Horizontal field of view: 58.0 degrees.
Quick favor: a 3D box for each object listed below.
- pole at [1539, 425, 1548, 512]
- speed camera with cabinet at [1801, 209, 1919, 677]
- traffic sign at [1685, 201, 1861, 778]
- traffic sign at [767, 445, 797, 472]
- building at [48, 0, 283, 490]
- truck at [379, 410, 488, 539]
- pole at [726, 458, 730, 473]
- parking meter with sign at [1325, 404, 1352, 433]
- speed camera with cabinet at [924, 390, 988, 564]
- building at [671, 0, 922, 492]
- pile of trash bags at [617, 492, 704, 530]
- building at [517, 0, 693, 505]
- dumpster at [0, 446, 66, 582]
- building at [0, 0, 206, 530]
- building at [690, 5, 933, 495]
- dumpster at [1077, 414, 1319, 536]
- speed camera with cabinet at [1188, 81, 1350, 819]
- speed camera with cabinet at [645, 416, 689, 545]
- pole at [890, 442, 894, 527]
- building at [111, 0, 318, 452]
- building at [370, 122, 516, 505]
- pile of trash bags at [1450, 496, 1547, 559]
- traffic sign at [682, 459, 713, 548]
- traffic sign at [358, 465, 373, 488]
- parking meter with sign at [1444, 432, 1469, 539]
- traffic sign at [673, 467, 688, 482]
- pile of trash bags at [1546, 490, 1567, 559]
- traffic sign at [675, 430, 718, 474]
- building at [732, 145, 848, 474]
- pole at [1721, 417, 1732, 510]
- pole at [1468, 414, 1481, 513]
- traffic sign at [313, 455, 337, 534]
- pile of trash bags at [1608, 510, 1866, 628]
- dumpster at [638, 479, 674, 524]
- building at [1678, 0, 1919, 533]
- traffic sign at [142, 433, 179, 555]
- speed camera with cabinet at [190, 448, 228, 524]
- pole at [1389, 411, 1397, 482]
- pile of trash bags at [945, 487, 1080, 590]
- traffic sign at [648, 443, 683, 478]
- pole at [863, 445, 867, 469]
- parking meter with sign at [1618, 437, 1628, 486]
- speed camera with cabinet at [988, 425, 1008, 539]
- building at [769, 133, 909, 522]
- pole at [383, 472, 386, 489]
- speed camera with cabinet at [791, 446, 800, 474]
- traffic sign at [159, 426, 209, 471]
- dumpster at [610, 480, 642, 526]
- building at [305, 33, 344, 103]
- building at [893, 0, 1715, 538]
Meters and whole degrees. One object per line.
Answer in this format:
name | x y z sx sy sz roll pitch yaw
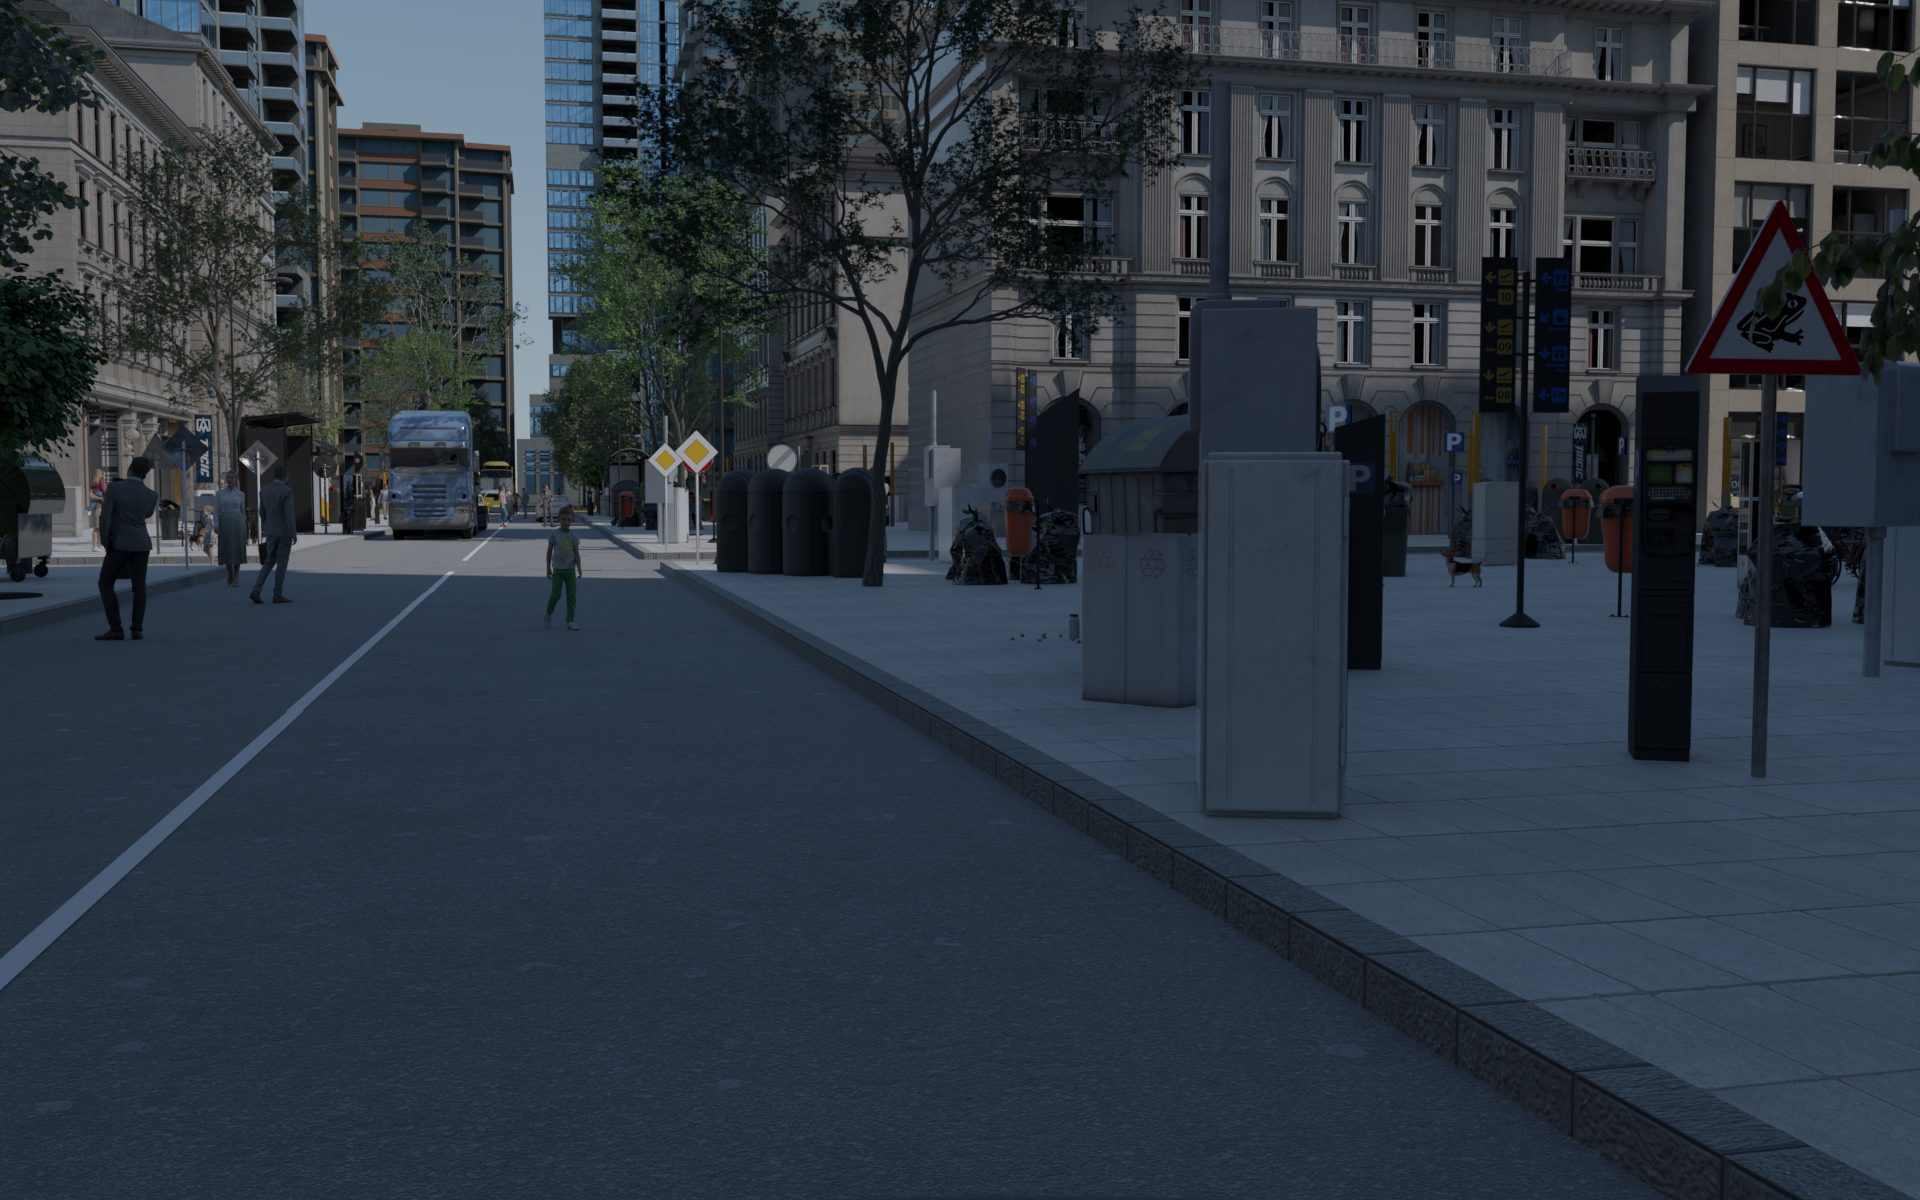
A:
pole | 17.298 -3.520 51.394 0.158 3.312 0.155 0 3 0
speed camera with cabinet | 7.010 -1.122 12.680 2.038 3.252 0.660 -2 4 -33
traffic sign | 3.625 -0.476 7.787 0.884 2.594 0.081 -1 4 -12
traffic sign | -4.603 -2.731 44.754 0.768 2.556 0.104 0 4 -8
building | -44.524 -18.088 93.008 12.463 27.353 25.104 -1 4 -14
truck | -18.352 -4.397 61.647 2.967 4.110 18.799 -1 4 -13
pole | -12.974 -6.312 97.052 0.158 3.312 0.155 0 3 0
parking meter with sign | 7.940 -2.334 34.419 0.543 3.016 1.738 3 5 43
speed camera with cabinet | -0.139 -2.335 32.520 0.660 3.252 2.038 -1 4 -16
building | -15.874 -33.492 167.206 23.786 49.044 30.456 -1 4 -14
pile of trash bags | -11.788 -3.554 67.864 3.447 1.369 1.912 1 4 14
building | -39.212 -55.127 213.994 31.000 86.520 22.319 -1 4 -14
dumpster | -14.335 -1.419 25.687 1.502 2.255 1.985 -1 4 -13
building | -35.915 -12.875 61.408 10.553 20.767 40.483 -1 4 -14
building | -5.617 -27.530 141.996 32.217 40.220 23.993 -1 4 -14
dumpster | 1.713 -0.412 12.497 1.264 1.857 1.865 -1 4 -14
speed camera with cabinet | 1.359 -0.819 7.728 0.660 3.252 2.038 0 4 7
speed camera with cabinet | -7.557 -3.076 44.630 0.660 3.252 2.038 0 4 7
pole | -2.673 -4.555 68.323 0.158 3.312 0.155 0 3 0
building | -56.427 -49.298 118.690 22.319 86.520 31.000 -1 4 -14
building | -68.067 -33.800 207.258 28.867 44.769 22.147 -1 4 -14
pile of trash bags | 11.662 -1.533 34.817 3.447 1.369 1.912 1 4 8
traffic sign | -6.267 -2.522 41.335 0.768 2.556 0.104 -1 4 -12
traffic sign | -26.807 -4.762 77.862 0.884 2.594 0.081 -1 4 -12
parking meter with sign | 14.303 -3.262 49.598 0.543 3.016 1.738 2 4 27
traffic sign | -12.389 -4.665 76.379 0.768 2.556 0.104 0 4 -6
pile of trash bags | 12.721 -1.339 31.643 3.447 1.369 1.912 2 4 28
traffic sign | -4.771 -1.796 31.556 0.795 2.593 0.064 -1 4 -14
building | -8.401 -15.771 107.009 9.793 20.994 18.267 -1 4 -14
pole | 20.319 -3.186 45.932 0.158 3.312 0.155 0 3 0
pole | 13.130 -3.076 44.131 0.158 3.312 0.155 0 3 0
traffic sign | -20.488 -3.412 55.897 0.768 2.556 0.104 0 4 -7
pile of trash bags | 8.165 -0.469 17.422 3.447 1.369 1.912 3 4 36
dumpster | -13.052 -4.392 74.304 1.502 2.255 1.985 -1 4 -13
building | 38.472 -16.158 68.706 34.151 26.468 19.350 -1 4 -14
traffic sign | -17.015 -2.244 36.692 0.884 2.594 0.081 0 4 -7
speed camera with cabinet | -31.726 -4.859 73.776 0.660 3.252 2.038 2 4 34
pole | 10.607 -2.975 42.488 0.158 3.312 0.155 0 3 0
pile of trash bags | 0.774 -0.915 24.717 1.912 1.369 3.447 0 4 -2
traffic sign | -6.655 -2.271 39.317 0.795 2.593 0.064 -1 4 -14
pole | -3.931 -4.759 71.654 0.158 3.312 0.155 0 3 0
parking meter with sign | 20.994 -3.454 52.731 1.738 3.016 0.543 0 4 3
speed camera with cabinet | 0.372 -3.332 48.821 2.038 3.252 0.660 -2 4 -33
building | -3.206 -13.707 88.738 10.561 19.102 19.286 -1 4 -14
pole | -33.232 -6.496 100.052 0.158 3.312 0.155 0 3 0
speed camera with cabinet | -7.334 -4.741 71.847 2.038 3.252 0.660 2 4 35
traffic sign | -13.225 -1.672 29.532 0.795 2.593 0.064 -1 4 -14
dumpster | -13.562 -3.952 70.368 1.264 1.857 1.865 -1 4 -14
building | -70.250 -30.817 158.488 28.867 44.769 22.147 -1 4 -14
building | 10.734 -13.270 58.763 24.055 21.916 13.314 -1 4 -14
